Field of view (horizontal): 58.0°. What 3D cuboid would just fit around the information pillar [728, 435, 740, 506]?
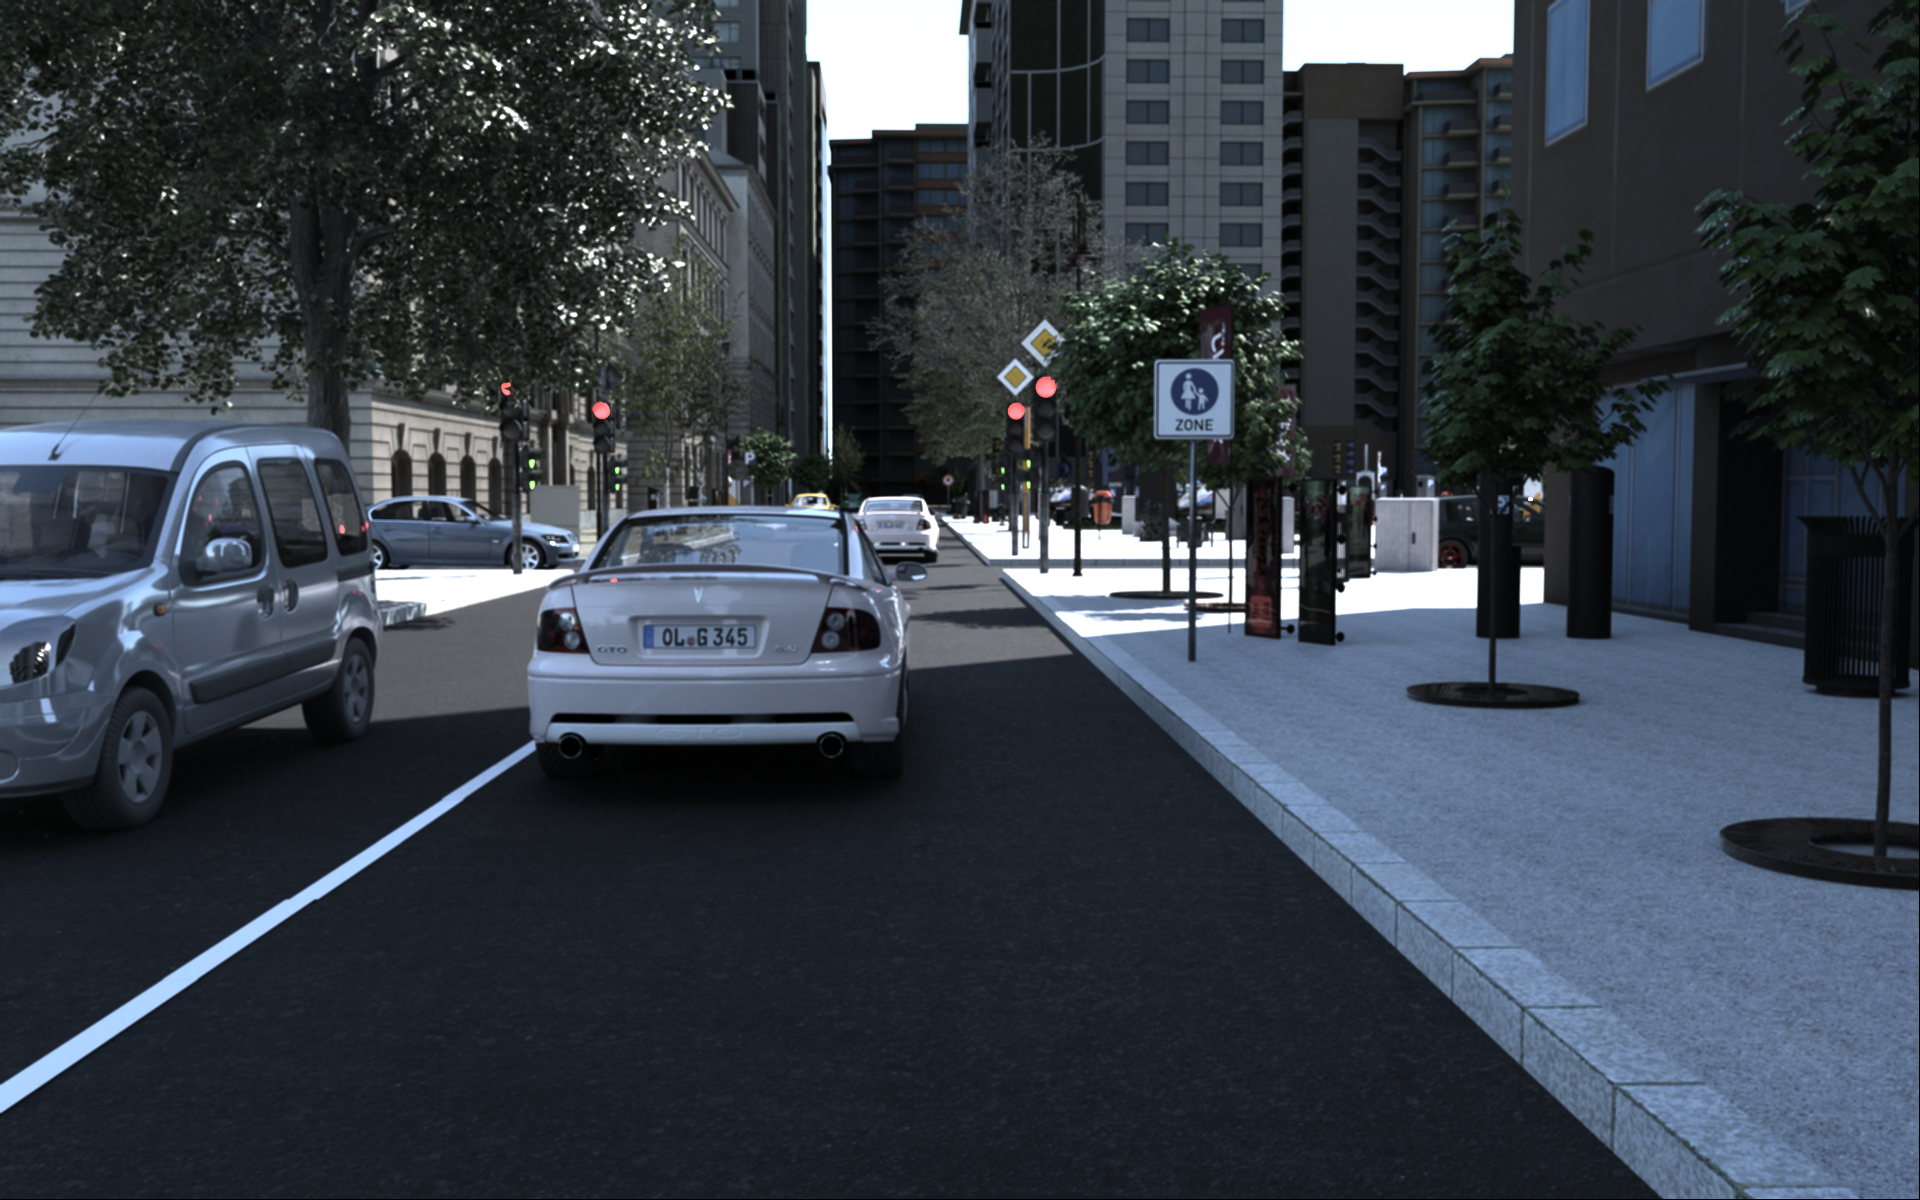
[{"bbox_3d":[-8.938,-4.720,68.522,0.504,3.616,0.183,-2,4,-30],"label":"information pillar"}]

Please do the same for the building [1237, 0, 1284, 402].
[{"bbox_3d":[11.213,-42.053,125.817,20.563,71.187,20.611,0,4,-2],"label":"building"}]

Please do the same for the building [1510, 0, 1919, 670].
[{"bbox_3d":[13.648,-22.174,12.660,14.600,45.320,14.200,0,4,-2],"label":"building"}]

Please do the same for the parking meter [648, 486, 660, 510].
[{"bbox_3d":[-9.248,-2.691,52.416,0.372,1.533,0.369,0,3,0],"label":"parking meter"}]

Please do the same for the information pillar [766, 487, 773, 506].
[{"bbox_3d":[-9.331,-4.910,84.770,0.304,2.012,0.304,-1,4,-16],"label":"information pillar"}]

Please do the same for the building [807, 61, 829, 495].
[{"bbox_3d":[-20.891,-32.207,176.689,14.200,45.320,14.600,0,4,-2],"label":"building"}]

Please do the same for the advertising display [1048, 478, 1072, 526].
[{"bbox_3d":[4.002,-3.918,69.280,0.974,1.923,0.123,-1,4,-11],"label":"advertising display"}]

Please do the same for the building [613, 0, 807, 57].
[{"bbox_3d":[-19.003,-27.428,132.041,14.154,41.232,14.086,0,4,-2],"label":"building"}]

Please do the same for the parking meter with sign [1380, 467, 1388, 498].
[{"bbox_3d":[26.950,-6.982,110.417,0.543,3.016,1.738,1,4,14],"label":"parking meter with sign"}]

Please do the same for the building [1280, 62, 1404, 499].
[{"bbox_3d":[36.111,-32.262,177.600,14.200,45.320,14.600,0,4,-2],"label":"building"}]

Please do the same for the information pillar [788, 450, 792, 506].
[{"bbox_3d":[-8.959,-6.112,91.287,0.183,3.616,0.504,0,4,5],"label":"information pillar"}]

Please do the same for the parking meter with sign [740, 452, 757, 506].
[{"bbox_3d":[-8.670,-4.540,70.493,0.543,3.016,1.738,0,4,2],"label":"parking meter with sign"}]

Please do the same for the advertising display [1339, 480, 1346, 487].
[{"bbox_3d":[17.377,-4.498,78.758,0.123,1.923,0.974,1,4,23],"label":"advertising display"}]

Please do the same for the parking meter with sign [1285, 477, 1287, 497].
[{"bbox_3d":[12.372,-4.517,70.110,1.738,3.016,0.543,1,4,23],"label":"parking meter with sign"}]

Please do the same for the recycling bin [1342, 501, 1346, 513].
[{"bbox_3d":[14.798,-3.272,66.044,0.722,1.027,0.722,0,4,-3],"label":"recycling bin"}]

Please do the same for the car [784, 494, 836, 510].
[{"bbox_3d":[-5.900,-3.575,68.669,2.015,1.641,3.980,0,4,0],"label":"car"}]

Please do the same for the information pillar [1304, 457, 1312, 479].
[{"bbox_3d":[21.883,-7.184,108.816,0.504,3.616,0.183,-1,4,-12],"label":"information pillar"}]

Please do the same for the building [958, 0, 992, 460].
[{"bbox_3d":[14.565,-35.586,171.067,28.713,52.752,27.495,0,4,-2],"label":"building"}]

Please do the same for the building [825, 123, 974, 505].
[{"bbox_3d":[-2.796,-33.806,207.345,28.867,44.769,22.147,0,4,-2],"label":"building"}]

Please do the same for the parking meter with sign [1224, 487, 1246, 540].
[{"bbox_3d":[7.976,-3.194,48.489,0.543,3.016,1.738,-1,4,-20],"label":"parking meter with sign"}]

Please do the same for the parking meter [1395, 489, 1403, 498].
[{"bbox_3d":[22.796,-4.988,89.965,0.372,1.533,0.369,0,3,0],"label":"parking meter"}]

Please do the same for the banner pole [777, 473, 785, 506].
[{"bbox_3d":[-9.705,-6.339,93.657,0.401,3.779,0.863,2,4,33],"label":"banner pole"}]

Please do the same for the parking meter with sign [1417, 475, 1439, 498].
[{"bbox_3d":[18.612,-4.459,69.162,0.543,3.016,1.738,-1,4,-20],"label":"parking meter with sign"}]

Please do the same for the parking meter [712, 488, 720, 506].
[{"bbox_3d":[-10.727,-4.147,76.208,0.372,1.533,0.369,0,3,0],"label":"parking meter"}]

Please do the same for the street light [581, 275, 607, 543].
[{"bbox_3d":[-7.686,-3.913,36.758,0.468,5.910,1.993,0,4,-2],"label":"street light"}]

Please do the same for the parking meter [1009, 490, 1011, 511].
[{"bbox_3d":[2.658,-4.865,87.946,0.372,1.533,0.369,0,3,0],"label":"parking meter"}]

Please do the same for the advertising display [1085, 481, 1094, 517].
[{"bbox_3d":[6.873,-5.109,88.745,0.974,1.923,0.123,1,4,12],"label":"advertising display"}]

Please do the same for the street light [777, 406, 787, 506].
[{"bbox_3d":[-9.176,-7.130,89.369,0.468,5.910,1.993,0,4,-2],"label":"street light"}]

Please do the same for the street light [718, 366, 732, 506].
[{"bbox_3d":[-8.433,-5.493,62.602,0.468,5.910,1.993,0,4,-2],"label":"street light"}]

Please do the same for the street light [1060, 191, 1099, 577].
[{"bbox_3d":[1.834,-3.306,26.841,0.468,5.910,1.993,0,4,-2],"label":"street light"}]

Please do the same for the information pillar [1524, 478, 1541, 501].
[{"bbox_3d":[13.931,-3.109,42.183,0.183,3.616,0.504,-2,4,-26],"label":"information pillar"}]

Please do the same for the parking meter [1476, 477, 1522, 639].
[{"bbox_3d":[4.824,-0.433,15.489,0.372,1.533,0.369,0,3,0],"label":"parking meter"}]

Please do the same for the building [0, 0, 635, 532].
[{"bbox_3d":[-18.339,-14.352,53.733,14.460,24.649,34.723,0,4,-2],"label":"building"}]

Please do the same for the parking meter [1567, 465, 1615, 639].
[{"bbox_3d":[5.625,-0.431,15.450,0.372,1.533,0.369,0,3,0],"label":"parking meter"}]

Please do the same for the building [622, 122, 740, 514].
[{"bbox_3d":[-16.541,-13.259,81.406,10.561,19.102,19.286,0,4,-2],"label":"building"}]

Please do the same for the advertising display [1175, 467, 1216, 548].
[{"bbox_3d":[5.645,-2.223,41.565,0.974,1.923,0.123,2,4,24],"label":"advertising display"}]

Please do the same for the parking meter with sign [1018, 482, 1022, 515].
[{"bbox_3d":[3.680,-6.807,107.553,0.543,3.016,1.738,-2,4,-32],"label":"parking meter with sign"}]

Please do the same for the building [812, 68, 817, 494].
[{"bbox_3d":[-20.766,-29.210,161.175,14.154,41.232,14.086,0,4,-2],"label":"building"}]

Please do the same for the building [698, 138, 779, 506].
[{"bbox_3d":[-15.992,-15.349,100.111,9.793,20.994,18.267,0,4,-2],"label":"building"}]

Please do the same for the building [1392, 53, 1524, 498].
[{"bbox_3d":[57.718,-31.842,175.240,28.867,44.769,22.147,0,4,-2],"label":"building"}]

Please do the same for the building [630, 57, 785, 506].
[{"bbox_3d":[-19.598,-21.197,118.278,14.160,30.474,14.107,0,4,-2],"label":"building"}]
